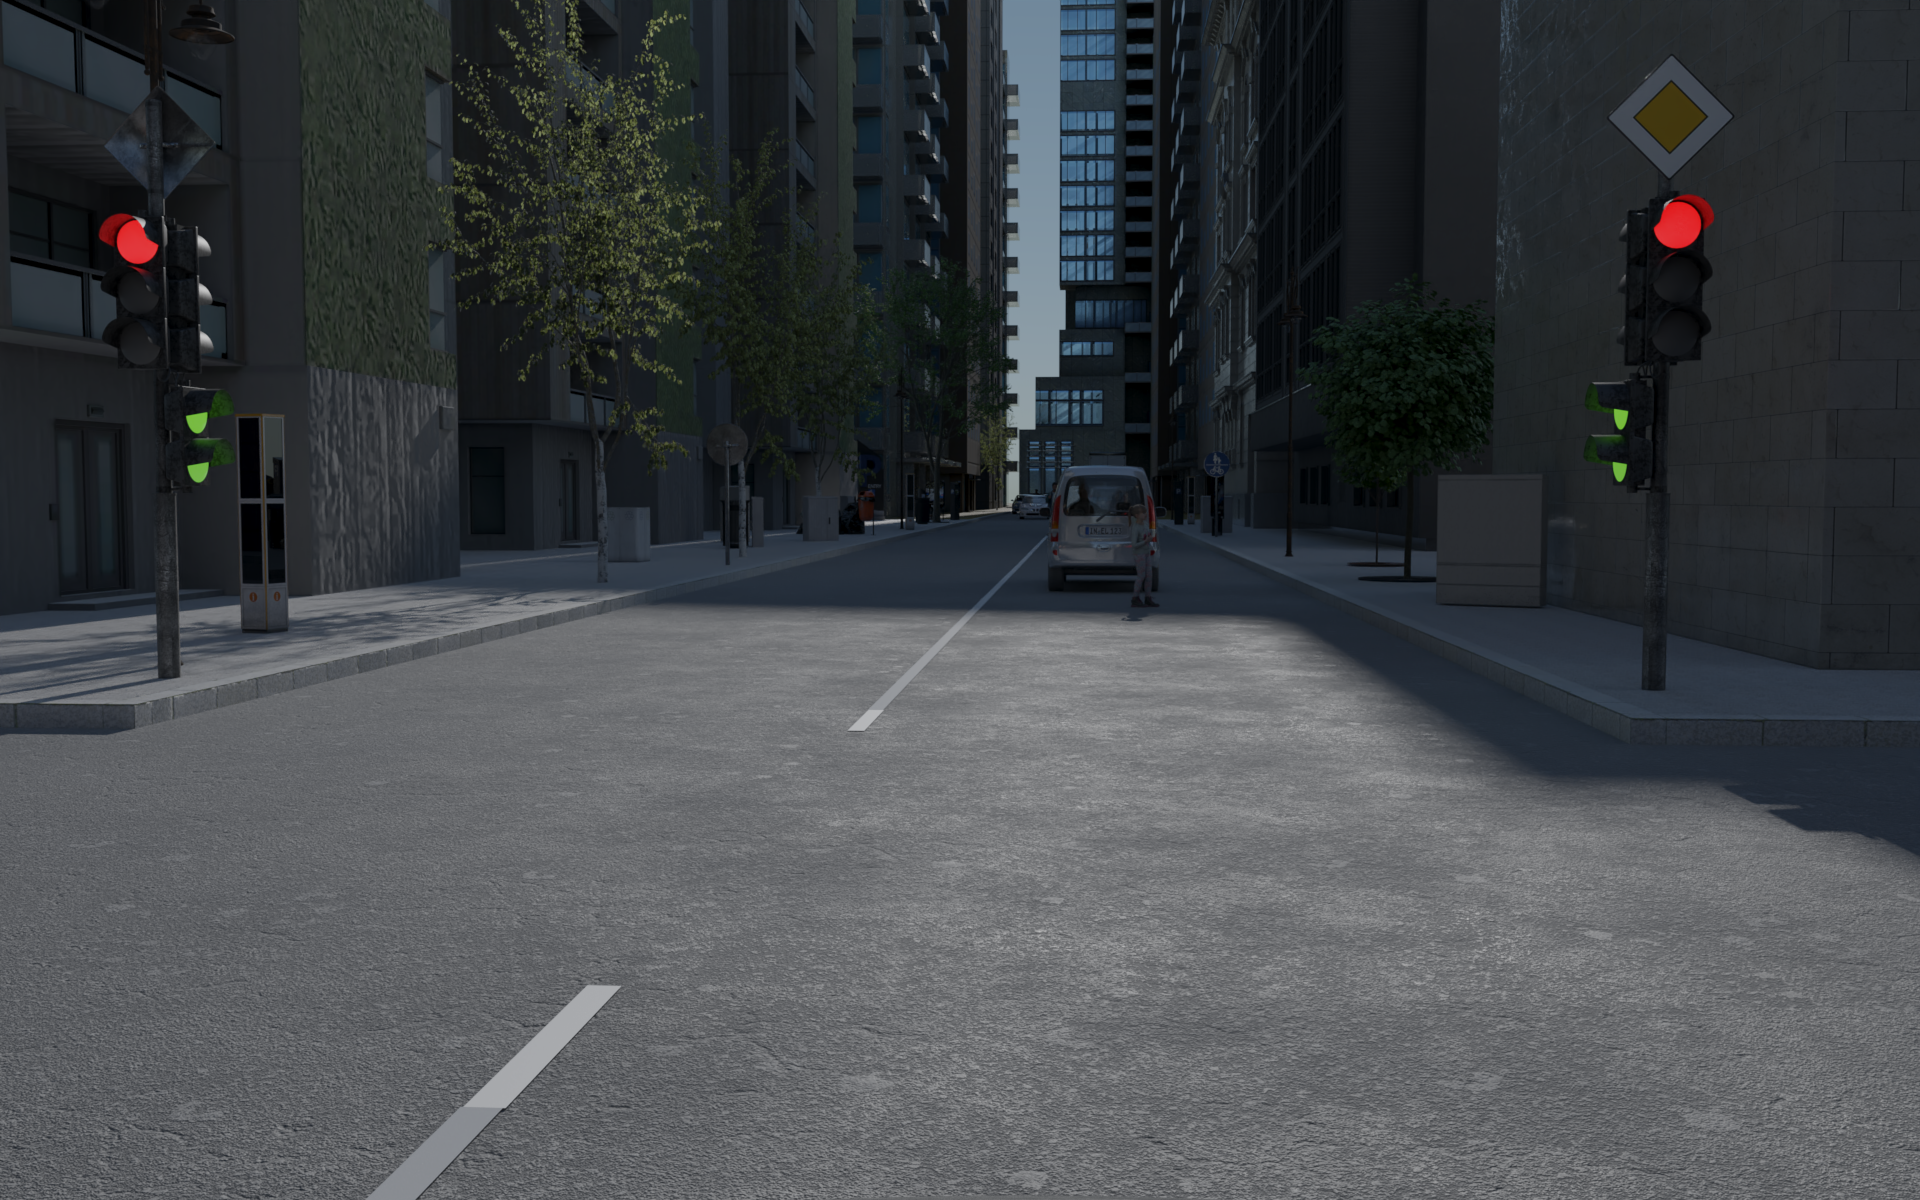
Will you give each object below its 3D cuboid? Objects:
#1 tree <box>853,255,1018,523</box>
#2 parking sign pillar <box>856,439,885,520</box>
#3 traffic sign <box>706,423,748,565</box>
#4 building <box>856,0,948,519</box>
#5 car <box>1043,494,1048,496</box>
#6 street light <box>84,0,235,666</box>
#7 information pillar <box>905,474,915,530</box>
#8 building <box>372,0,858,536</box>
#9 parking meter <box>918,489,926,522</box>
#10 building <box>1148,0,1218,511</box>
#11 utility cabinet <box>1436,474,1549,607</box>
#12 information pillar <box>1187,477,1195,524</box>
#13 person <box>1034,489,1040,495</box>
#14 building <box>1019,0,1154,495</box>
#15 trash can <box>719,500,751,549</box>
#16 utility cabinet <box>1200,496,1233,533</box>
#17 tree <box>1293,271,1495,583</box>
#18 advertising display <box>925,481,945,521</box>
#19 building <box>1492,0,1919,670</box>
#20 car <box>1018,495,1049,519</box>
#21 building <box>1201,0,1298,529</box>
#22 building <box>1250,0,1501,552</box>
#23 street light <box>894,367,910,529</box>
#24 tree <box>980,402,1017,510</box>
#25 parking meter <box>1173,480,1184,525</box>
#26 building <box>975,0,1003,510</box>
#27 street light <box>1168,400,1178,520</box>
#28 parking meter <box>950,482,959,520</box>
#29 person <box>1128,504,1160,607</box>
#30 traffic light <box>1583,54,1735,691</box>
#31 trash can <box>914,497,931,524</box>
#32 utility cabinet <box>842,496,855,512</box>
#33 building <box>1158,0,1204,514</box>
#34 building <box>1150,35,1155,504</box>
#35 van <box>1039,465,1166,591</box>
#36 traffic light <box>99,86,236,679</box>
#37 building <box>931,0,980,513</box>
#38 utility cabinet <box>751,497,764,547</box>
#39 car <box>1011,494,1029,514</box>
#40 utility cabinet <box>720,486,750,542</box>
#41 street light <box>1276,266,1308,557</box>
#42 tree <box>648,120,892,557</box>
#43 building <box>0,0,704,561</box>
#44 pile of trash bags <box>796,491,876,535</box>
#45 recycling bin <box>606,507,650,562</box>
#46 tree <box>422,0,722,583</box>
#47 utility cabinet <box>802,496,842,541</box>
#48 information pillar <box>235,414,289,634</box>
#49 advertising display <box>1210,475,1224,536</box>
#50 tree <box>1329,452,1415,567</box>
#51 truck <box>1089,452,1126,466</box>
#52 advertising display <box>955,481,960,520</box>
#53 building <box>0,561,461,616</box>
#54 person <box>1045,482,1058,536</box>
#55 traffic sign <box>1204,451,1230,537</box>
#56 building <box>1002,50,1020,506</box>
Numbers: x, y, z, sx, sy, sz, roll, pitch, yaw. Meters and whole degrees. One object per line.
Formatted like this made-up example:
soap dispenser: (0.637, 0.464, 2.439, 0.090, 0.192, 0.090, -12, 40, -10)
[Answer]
tree: (-1.168, -9.247, 76.938, 9.928, 11.665, 9.643, 0, 3, 0)
parking sign pillar: (-4.445, -5.943, 85.642, 1.447, 3.967, 1.447, -2, 4, -24)
traffic sign: (-4.195, -1.901, 31.191, 0.768, 2.556, 0.104, 0, 4, 6)
building: (-12.403, -29.530, 102.425, 23.786, 49.044, 30.456, 0, 4, 4)
car: (7.099, -7.771, 136.849, 2.009, 1.686, 4.222, 0, 4, 6)
street light: (-5.904, -2.446, 12.772, 0.468, 5.910, 1.993, 0, 4, 4)
information pillar: (-1.800, -3.522, 62.075, 0.304, 2.012, 0.304, -1, 4, -10)
building: (-11.686, -23.221, 63.261, 14.154, 41.232, 14.086, 0, 4, 4)
parking meter: (-1.750, -4.368, 79.833, 0.372, 1.533, 0.369, 0, 3, 0)
building: (22.628, -29.893, 138.865, 14.600, 45.320, 14.200, 0, 4, 4)
utility cabinet: (6.073, -0.678, 19.772, 1.173, 1.500, 0.318, 2, 4, 32)
information pillar: (9.783, -4.208, 73.296, 0.304, 2.012, 0.304, 0, 4, 4)
person: (6.643, -8.725, 150.785, 1.348, 1.869, 0.705, 3, 4, 38)
building: (22.147, -53.033, 179.765, 31.000, 86.520, 22.319, 0, 4, 4)
trash can: (-5.301, -1.789, 40.907, 0.748, 1.137, 0.748, 0, 3, 0)
utility cabinet: (8.470, -2.814, 57.166, 1.020, 1.237, 0.306, -1, 4, -11)
tree: (6.588, -2.565, 25.652, 4.285, 4.588, 4.351, 0, 3, 0)
advertising display: (-1.207, -4.810, 83.858, 0.974, 1.923, 0.123, 1, 4, 21)
building: (15.041, -9.897, 16.574, 16.860, 20.320, 10.420, 0, 4, 4)
car: (4.354, -5.336, 99.608, 2.083, 1.381, 4.827, 0, 4, 3)
building: (17.865, -17.516, 73.780, 14.401, 28.519, 23.554, 0, 4, 4)
building: (16.594, -15.643, 49.272, 14.314, 27.812, 24.014, 0, 4, 4)
street light: (-2.131, -5.539, 63.358, 0.468, 5.910, 1.993, 0, 4, 4)
tree: (2.722, -11.366, 136.200, 4.360, 8.622, 3.978, 0, 3, 0)
parking meter: (9.120, -4.070, 72.253, 0.399, 1.863, 0.255, 1, 4, 18)
building: (-6.982, -43.589, 150.926, 20.611, 71.187, 20.563, 0, 4, 4)
street light: (10.489, -6.888, 85.407, 0.468, 5.910, 1.993, 0, 4, 4)
parking meter: (-0.269, -4.864, 85.245, 0.255, 1.863, 0.399, -3, 5, -42)
person: (2.334, -0.560, 21.930, 0.394, 1.301, 0.425, 1, 4, 18)
traffic light: (4.531, -1.366, 11.247, 0.839, 4.253, 0.868, 0, 4, 4)
trash can: (-1.594, -3.794, 73.682, 0.748, 1.137, 0.748, 0, 3, 0)
utility cabinet: (-3.900, -3.003, 60.255, 0.306, 1.237, 1.020, -1, 4, -19)
building: (25.729, -30.371, 116.174, 23.786, 49.044, 30.456, 0, 4, 4)
building: (23.935, -28.713, 153.048, 14.154, 41.232, 14.086, 0, 4, 4)
van: (2.216, -1.216, 26.900, 2.013, 2.044, 4.112, 0, 4, 4)
traffic light: (-5.504, -1.410, 11.974, 0.839, 4.253, 0.868, 0, 4, 4)
building: (-5.863, -29.045, 124.998, 14.600, 45.320, 14.200, 0, 4, 4)
utility cabinet: (-4.931, -1.901, 42.239, 0.306, 1.237, 1.020, 0, 4, -7)
car: (4.664, -6.865, 124.245, 2.014, 1.417, 4.499, 0, 4, 4)
utility cabinet: (-6.004, -2.289, 46.096, 0.318, 1.500, 1.173, -2, 4, -34)
street light: (6.746, -3.826, 35.337, 0.468, 5.910, 1.993, 0, 4, 4)
tree: (-4.188, -5.168, 34.861, 4.737, 8.622, 4.395, 0, 3, 0)
building: (-14.751, -21.883, 41.383, 14.154, 41.232, 14.086, 0, 4, 4)
pile of trash bags: (-3.708, -2.761, 54.901, 1.912, 1.369, 3.447, -3, 4, -36)
recycling bin: (-6.323, -1.240, 32.836, 0.722, 1.027, 0.722, 1, 4, 9)
tree: (-5.243, -4.544, 24.657, 4.360, 8.622, 3.978, 0, 3, 0)
utility cabinet: (-3.794, -2.207, 47.248, 1.020, 1.237, 0.306, -3, 5, -39)
information pillar: (-6.451, -0.705, 16.019, 0.304, 2.012, 0.304, 1, 4, 19)
advertising display: (7.900, -2.933, 53.167, 0.123, 1.923, 0.974, 2, 4, 27)
tree: (7.562, -2.218, 30.870, 1.663, 3.219, 1.824, 0, 3, 0)
truck: (10.344, -8.082, 121.059, 2.839, 4.237, 11.283, 0, 4, 5)
advertising display: (-0.121, -4.942, 86.022, 0.123, 1.923, 0.974, -1, 4, -10)
building: (-15.255, -20.533, 19.316, 14.154, 41.232, 14.086, 0, 4, 4)
person: (3.183, -2.980, 57.213, 0.794, 1.824, 0.713, 2, 4, 32)
traffic sign: (7.664, -3.156, 51.700, 0.768, 2.556, 0.104, 1, 4, 11)
building: (-8.904, -34.478, 183.325, 30.456, 49.044, 23.786, 0, 4, 4)
